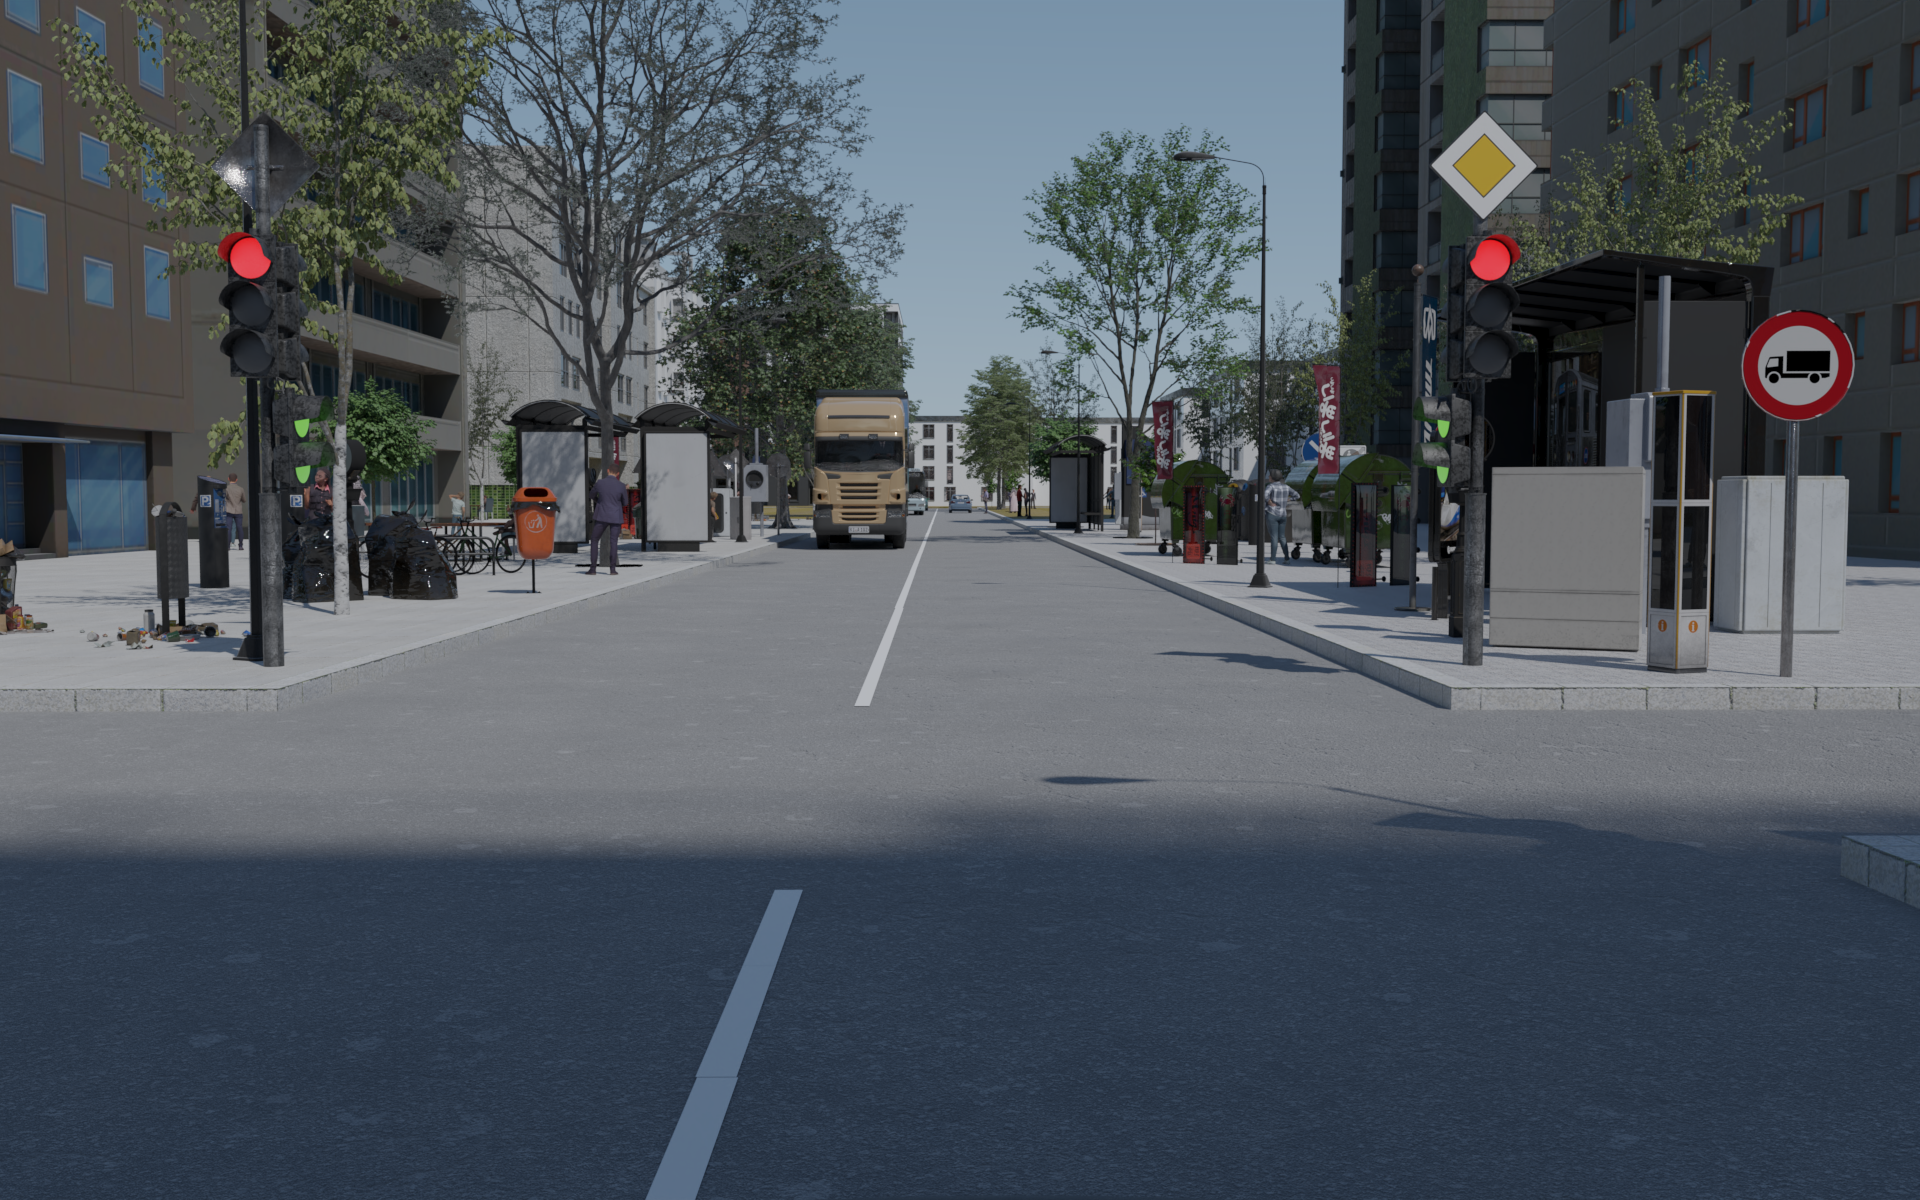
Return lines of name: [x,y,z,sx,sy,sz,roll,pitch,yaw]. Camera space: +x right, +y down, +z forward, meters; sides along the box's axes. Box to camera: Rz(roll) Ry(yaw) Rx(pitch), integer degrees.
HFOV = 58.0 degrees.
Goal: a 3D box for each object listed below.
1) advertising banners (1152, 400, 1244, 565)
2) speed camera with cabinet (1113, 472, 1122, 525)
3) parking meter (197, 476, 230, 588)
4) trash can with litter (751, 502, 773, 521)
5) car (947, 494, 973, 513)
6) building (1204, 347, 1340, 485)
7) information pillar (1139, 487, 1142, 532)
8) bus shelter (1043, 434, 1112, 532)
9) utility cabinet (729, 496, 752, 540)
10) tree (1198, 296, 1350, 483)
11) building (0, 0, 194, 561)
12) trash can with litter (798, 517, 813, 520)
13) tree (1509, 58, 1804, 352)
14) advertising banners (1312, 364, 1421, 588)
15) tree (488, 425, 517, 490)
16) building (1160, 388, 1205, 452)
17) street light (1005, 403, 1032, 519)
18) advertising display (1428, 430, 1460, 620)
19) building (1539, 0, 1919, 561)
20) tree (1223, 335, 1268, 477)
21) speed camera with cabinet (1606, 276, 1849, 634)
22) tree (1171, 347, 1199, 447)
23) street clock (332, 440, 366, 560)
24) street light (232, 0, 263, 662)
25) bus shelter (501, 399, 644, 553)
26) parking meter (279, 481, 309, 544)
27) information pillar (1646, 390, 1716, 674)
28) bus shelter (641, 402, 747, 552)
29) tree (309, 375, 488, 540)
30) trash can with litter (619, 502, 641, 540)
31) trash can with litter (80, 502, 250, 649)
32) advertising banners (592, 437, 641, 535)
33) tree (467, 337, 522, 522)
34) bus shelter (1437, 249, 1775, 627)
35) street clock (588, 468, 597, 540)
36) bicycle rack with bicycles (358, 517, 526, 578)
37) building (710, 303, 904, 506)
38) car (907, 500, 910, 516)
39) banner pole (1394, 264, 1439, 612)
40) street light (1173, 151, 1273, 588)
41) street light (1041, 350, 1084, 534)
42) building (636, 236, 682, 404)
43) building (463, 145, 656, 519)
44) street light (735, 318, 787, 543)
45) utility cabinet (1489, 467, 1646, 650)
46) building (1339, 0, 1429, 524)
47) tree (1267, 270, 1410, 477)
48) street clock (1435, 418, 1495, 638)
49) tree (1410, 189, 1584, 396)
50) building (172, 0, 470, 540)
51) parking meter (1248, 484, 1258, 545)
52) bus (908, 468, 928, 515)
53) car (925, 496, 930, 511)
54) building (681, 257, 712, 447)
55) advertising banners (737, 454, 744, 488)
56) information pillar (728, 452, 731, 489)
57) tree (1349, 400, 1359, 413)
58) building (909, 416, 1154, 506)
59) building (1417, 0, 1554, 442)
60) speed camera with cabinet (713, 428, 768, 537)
advertising banners: [4.322,-2.176,31.763,2.074,3.025,0.090,3,5,45]
speed camera with cabinet: [6.761,-4.772,72.358,0.660,3.252,2.038,0,4,8]
parking meter: [-10.204,-0.933,23.673,0.372,1.533,0.369,0,3,0]
trash can with litter: [-9.983,-4.346,82.109,2.233,1.210,1.678,1,4,16]
car: [0.016,-7.325,131.761,2.014,1.417,4.499,0,4,-1]
building: [22.248,-10.199,108.898,9.099,9.664,28.070,0,4,-1]
information pillar: [5.959,-3.286,58.225,0.304,2.012,0.304,0,4,3]
bus shelter: [4.107,-4.130,61.451,2.014,3.302,5.546,0,4,-1]
utility cabinet: [-6.170,-2.292,48.629,0.306,1.237,1.020,-2,4,-27]
tree: [11.406,-6.921,63.527,4.360,8.622,3.978,0,3,0]
building: [-24.721,-23.363,32.099,14.600,45.320,14.200,0,4,-1]
trash can with litter: [-6.950,-4.576,85.870,2.233,1.210,1.678,2,4,24]
tree: [11.851,-4.829,29.310,4.737,8.622,4.395,0,3,0]
advertising banners: [5.599,-1.693,23.863,2.074,3.025,0.090,-2,4,-32]
tree: [-16.681,-5.099,67.086,4.285,4.588,4.351,0,3,0]
building: [22.067,-11.912,136.916,9.099,9.664,28.070,0,4,-1]
street light: [2.997,-7.063,88.025,1.470,5.913,1.316,0,4,-1]
advertising display: [5.061,-0.777,17.914,0.123,1.923,0.974,2,4,33]
building: [32.635,-11.937,40.217,28.899,21.520,27.650,0,4,-1]
tree: [14.064,-7.909,79.676,4.737,8.622,4.395,0,3,0]
speed camera with cabinet: [7.085,-1.326,16.024,2.038,3.252,0.660,0,4,-1]
tree: [12.388,-8.309,86.211,4.360,8.622,3.978,0,3,0]
street clock: [-8.130,-1.131,23.064,0.471,2.002,0.358,2,4,35]
street light: [-4.901,-2.490,13.254,1.470,5.913,1.316,0,4,-1]
bus shelter: [-8.844,-2.812,39.893,2.014,3.302,5.546,0,4,-1]
parking meter: [-9.120,-0.939,23.760,0.372,1.533,0.369,0,3,0]
information pillar: [5.185,-0.488,12.463,0.304,2.012,0.304,-1,4,-21]
bus shelter: [-6.330,-2.869,40.825,2.014,3.302,5.546,0,4,0]
tree: [-16.247,-3.918,47.771,4.285,4.588,4.351,0,3,0]
trash can with litter: [-9.165,-2.300,48.990,1.055,1.170,0.624,-2,4,-33]
trash can with litter: [-7.180,-0.259,15.292,1.678,1.210,2.233,-1,4,-9]
advertising banners: [-10.079,-3.421,52.124,2.074,3.025,0.090,-1,4,-11]
tree: [-22.508,-7.960,80.501,4.360,8.622,3.978,0,3,0]
bus shelter: [6.990,-1.742,19.763,1.731,3.624,6.357,0,4,-1]
street clock: [-10.270,-2.661,48.083,0.358,2.002,0.471,1,4,9]
bicycle rack with bicycles: [-8.353,-0.867,27.559,2.925,0.926,2.852,-2,4,-30]
building: [-23.002,-21.723,199.137,32.646,21.610,27.936,0,4,-1]
car: [-4.232,-6.004,109.968,2.131,1.459,4.920,0,4,0]
banner pole: [5.123,-1.783,19.174,0.401,3.779,0.863,2,4,35]
street light: [3.588,-3.126,23.648,1.470,5.913,1.316,0,4,-1]
street light: [3.303,-5.108,56.064,1.470,5.913,1.316,0,4,-1]
building: [-29.231,-16.439,125.196,16.016,20.091,11.380,0,4,-1]
building: [-29.233,-14.519,103.839,16.747,18.905,31.486,0,4,-1]
street light: [-5.267,-4.483,45.844,1.470,5.913,1.316,0,4,-1]
utility cabinet: [5.027,-0.347,14.352,1.173,1.500,0.318,2,4,25]
building: [24.952,-18.923,81.090,14.160,30.474,14.107,0,4,-1]
tree: [12.891,-6.553,57.507,4.737,8.622,4.395,0,3,0]
street clock: [4.498,-0.667,15.481,0.471,2.002,0.358,0,4,2]
tree: [13.456,-5.632,42.445,4.360,8.622,3.978,0,3,0]
building: [-30.320,-26.550,57.800,21.300,48.544,21.600,0,4,-1]
parking meter: [7.420,-2.141,43.419,0.372,1.533,0.369,0,3,0]
bus: [-3.773,-7.690,120.592,2.948,3.499,13.247,0,4,-2]
car: [-3.690,-8.513,150.992,2.131,1.459,4.920,0,4,0]
building: [-26.656,-17.451,141.736,11.380,20.091,16.016,0,4,-1]
advertising banners: [-9.928,-4.792,74.540,0.090,3.025,2.074,-3,5,-44]
information pillar: [-9.720,-4.991,72.960,0.183,3.616,0.504,-1,4,-11]
tree: [14.245,-7.412,71.553,4.360,8.622,3.978,0,3,0]
building: [7.851,-15.159,189.996,28.070,9.664,9.099,0,4,-1]
building: [25.118,-23.415,66.423,14.154,41.232,14.086,0,4,-1]
speed camera with cabinet: [-6.798,-3.520,51.880,2.038,3.252,0.660,0,4,1]
